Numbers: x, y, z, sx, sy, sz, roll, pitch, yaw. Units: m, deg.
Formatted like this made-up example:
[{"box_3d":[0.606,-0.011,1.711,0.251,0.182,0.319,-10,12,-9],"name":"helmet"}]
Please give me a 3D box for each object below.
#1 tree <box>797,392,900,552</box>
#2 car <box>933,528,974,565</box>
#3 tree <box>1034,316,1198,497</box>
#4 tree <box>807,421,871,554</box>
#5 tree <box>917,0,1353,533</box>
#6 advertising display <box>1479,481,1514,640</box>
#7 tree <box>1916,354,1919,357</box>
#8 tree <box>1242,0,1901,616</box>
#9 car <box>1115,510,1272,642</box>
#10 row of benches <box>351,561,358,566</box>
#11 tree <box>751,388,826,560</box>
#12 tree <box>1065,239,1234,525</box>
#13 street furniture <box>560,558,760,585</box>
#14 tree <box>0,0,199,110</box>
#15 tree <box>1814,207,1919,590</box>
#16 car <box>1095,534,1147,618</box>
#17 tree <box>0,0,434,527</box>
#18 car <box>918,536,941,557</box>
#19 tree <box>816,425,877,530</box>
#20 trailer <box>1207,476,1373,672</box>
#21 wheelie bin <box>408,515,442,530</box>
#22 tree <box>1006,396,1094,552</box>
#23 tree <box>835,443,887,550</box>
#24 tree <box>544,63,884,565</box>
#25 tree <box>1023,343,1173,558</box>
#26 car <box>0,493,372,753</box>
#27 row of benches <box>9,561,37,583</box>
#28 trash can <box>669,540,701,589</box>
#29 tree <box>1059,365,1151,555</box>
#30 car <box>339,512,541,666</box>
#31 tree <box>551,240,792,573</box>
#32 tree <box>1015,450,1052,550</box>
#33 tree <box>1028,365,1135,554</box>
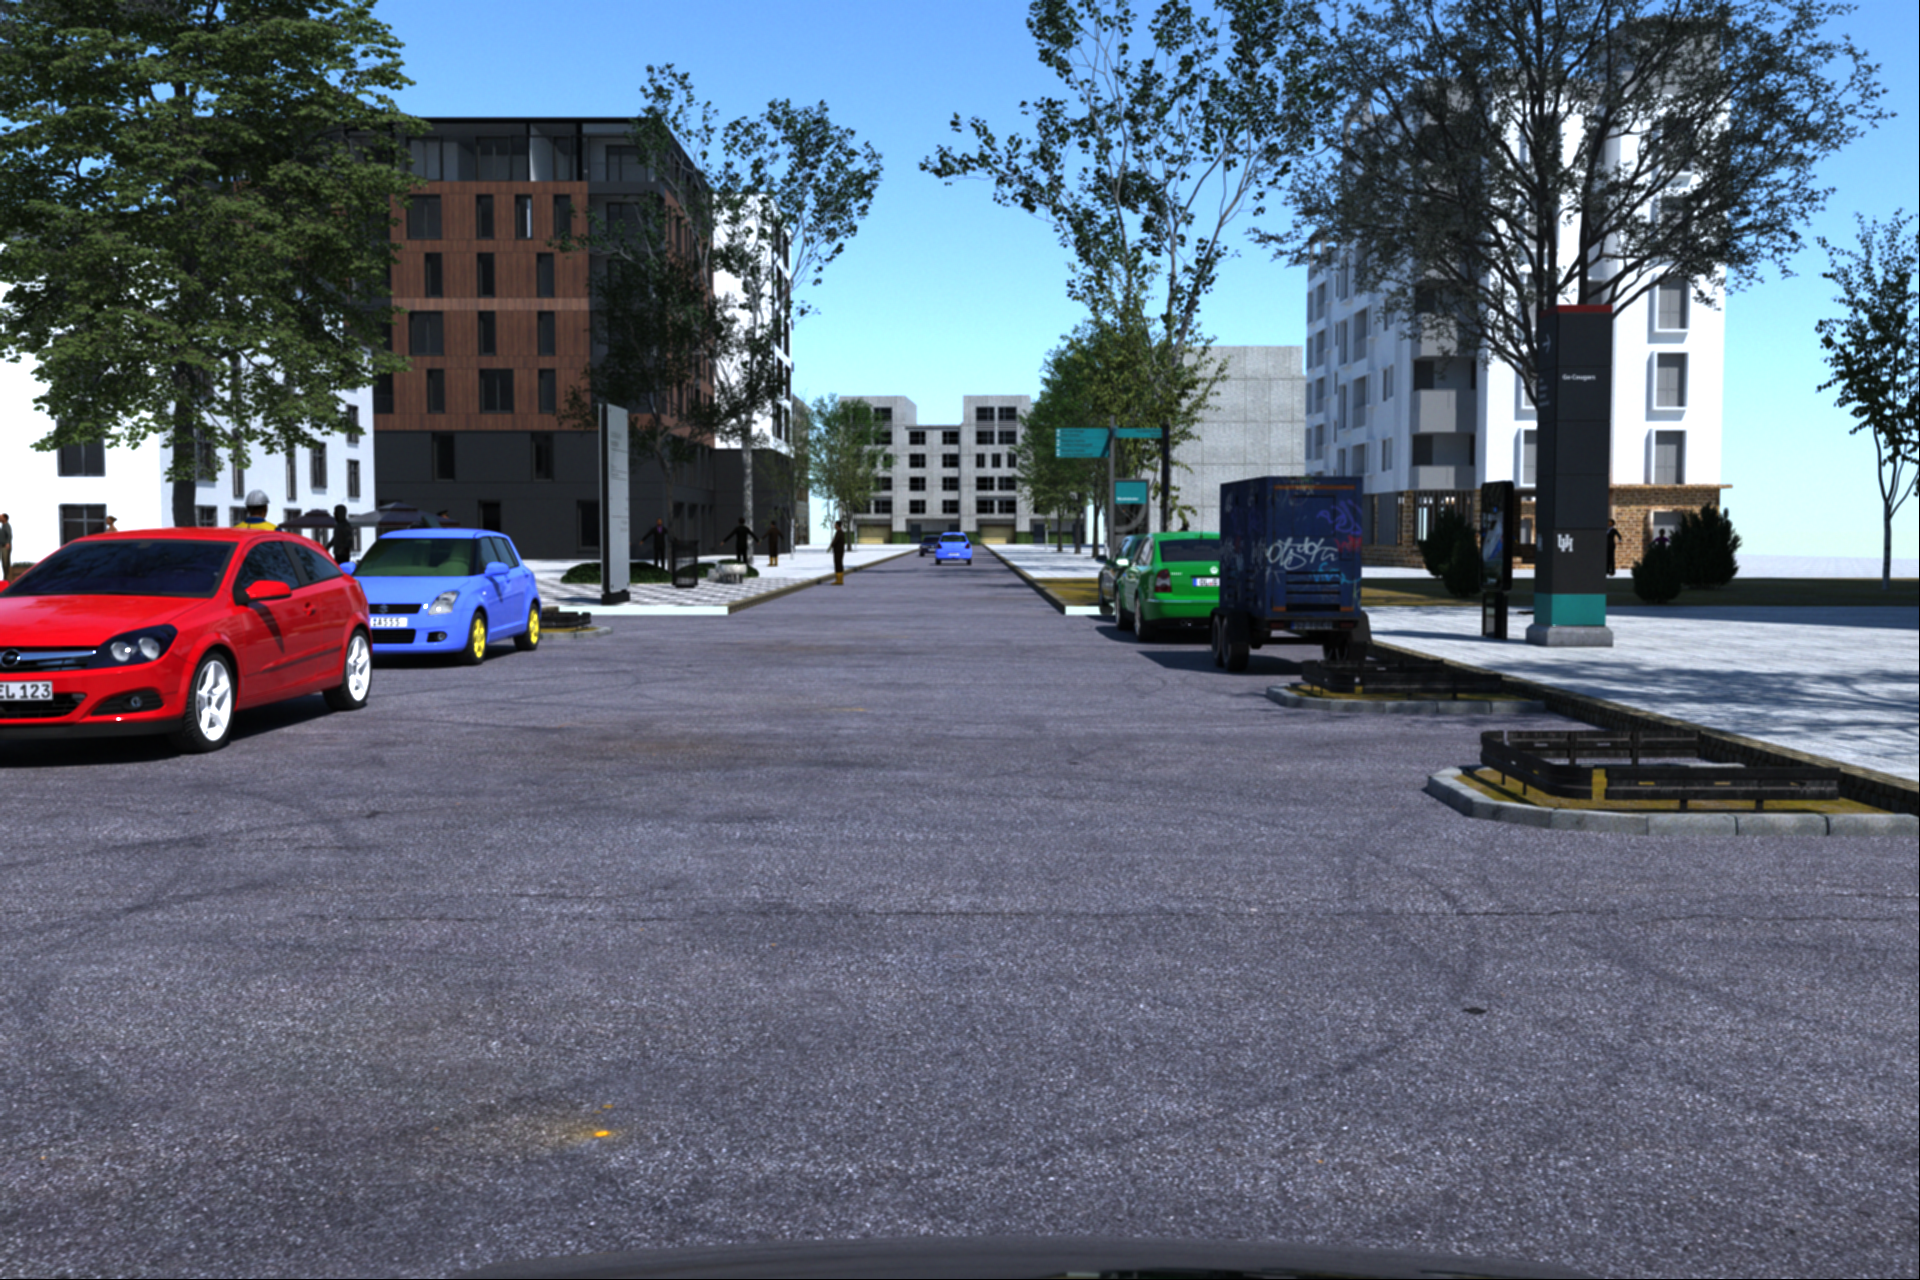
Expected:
[{"box_3d":[-8.114,-12.263,126.251,9.928,11.665,9.643,0,3,0],"name":"tree"},{"box_3d":[-0.294,-4.385,81.289,1.945,1.707,3.694,0,4,0],"name":"car"},{"box_3d":[7.330,-9.523,81.457,9.928,11.665,9.643,0,3,0],"name":"tree"},{"box_3d":[-8.403,-9.835,111.171,4.360,8.622,3.978,0,3,0],"name":"tree"},{"box_3d":[5.429,-12.254,56.245,12.611,20.169,13.585,0,3,0],"name":"tree"},{"box_3d":[6.593,-0.985,21.314,0.123,1.923,0.974,0,4,1],"name":"advertising display"},{"box_3d":[26.884,-5.802,45.218,4.360,8.622,3.978,0,3,0],"name":"tree"},{"box_3d":[9.392,-7.149,27.263,12.009,13.543,11.850,0,3,0],"name":"tree"},{"box_3d":[3.230,-0.956,24.431,1.959,1.807,4.718,0,4,-1],"name":"car"},{"box_3d":[-15.305,-1.510,40.152,4.104,0.672,1.422,1,4,12],"name":"row of benches"},{"box_3d":[-8.353,-8.327,86.502,4.360,8.622,3.978,0,3,0],"name":"tree"},{"box_3d":[4.430,-5.692,43.427,4.737,8.622,4.395,0,3,0],"name":"tree"},{"box_3d":[-8.447,-2.003,48.375,5.734,0.657,10.072,0,4,-8],"name":"street furniture"},{"box_3d":[-11.319,-6.307,13.493,12.009,13.543,11.850,0,3,0],"name":"tree"},{"box_3d":[21.185,-5.429,39.131,4.737,8.622,4.395,0,3,0],"name":"tree"},{"box_3d":[3.442,-1.097,29.739,2.131,1.459,4.920,0,4,-1],"name":"car"},{"box_3d":[-12.072,-6.666,27.115,7.486,12.596,7.792,0,3,0],"name":"tree"},{"box_3d":[-1.713,-6.039,111.320,1.945,1.354,3.894,0,4,0],"name":"car"},{"box_3d":[-7.842,-10.278,118.402,4.737,8.622,4.395,0,3,0],"name":"tree"},{"box_3d":[3.454,-0.734,19.053,1.471,1.999,3.904,0,4,-1],"name":"trailer"},{"box_3d":[-9.071,-1.324,29.558,0.693,1.594,0.980,0,4,0],"name":"wheelie bin"},{"box_3d":[7.206,-12.019,122.265,9.928,11.665,9.643,0,3,0],"name":"tree"},{"box_3d":[-8.428,-11.422,137.118,4.360,8.622,3.978,0,3,0],"name":"tree"},{"box_3d":[-9.992,-13.178,71.348,12.611,20.169,13.585,0,3,0],"name":"tree"},{"box_3d":[7.368,-10.143,91.591,9.928,11.665,9.643,0,3,0],"name":"tree"},{"box_3d":[-5.779,-0.222,12.663,2.155,1.783,4.494,0,3,0],"name":"car"},{"box_3d":[-22.466,-1.456,39.264,4.104,0.672,1.422,-2,4,-24],"name":"row of benches"},{"box_3d":[-6.505,-1.791,40.937,0.748,1.137,0.748,0,3,0],"name":"trash can"},{"box_3d":[6.352,-7.624,75.015,4.360,8.622,3.978,0,3,0],"name":"tree"},{"box_3d":[-6.065,-0.637,20.001,1.945,1.707,3.694,0,4,0],"name":"car"},{"box_3d":[-8.919,-7.335,54.332,8.767,10.594,7.601,1,4,19],"name":"tree"},{"box_3d":[6.571,-11.328,135.571,4.737,8.622,4.395,0,3,0],"name":"tree"},{"box_3d":[7.874,-11.740,110.079,7.486,12.596,7.792,0,3,0],"name":"tree"}]
